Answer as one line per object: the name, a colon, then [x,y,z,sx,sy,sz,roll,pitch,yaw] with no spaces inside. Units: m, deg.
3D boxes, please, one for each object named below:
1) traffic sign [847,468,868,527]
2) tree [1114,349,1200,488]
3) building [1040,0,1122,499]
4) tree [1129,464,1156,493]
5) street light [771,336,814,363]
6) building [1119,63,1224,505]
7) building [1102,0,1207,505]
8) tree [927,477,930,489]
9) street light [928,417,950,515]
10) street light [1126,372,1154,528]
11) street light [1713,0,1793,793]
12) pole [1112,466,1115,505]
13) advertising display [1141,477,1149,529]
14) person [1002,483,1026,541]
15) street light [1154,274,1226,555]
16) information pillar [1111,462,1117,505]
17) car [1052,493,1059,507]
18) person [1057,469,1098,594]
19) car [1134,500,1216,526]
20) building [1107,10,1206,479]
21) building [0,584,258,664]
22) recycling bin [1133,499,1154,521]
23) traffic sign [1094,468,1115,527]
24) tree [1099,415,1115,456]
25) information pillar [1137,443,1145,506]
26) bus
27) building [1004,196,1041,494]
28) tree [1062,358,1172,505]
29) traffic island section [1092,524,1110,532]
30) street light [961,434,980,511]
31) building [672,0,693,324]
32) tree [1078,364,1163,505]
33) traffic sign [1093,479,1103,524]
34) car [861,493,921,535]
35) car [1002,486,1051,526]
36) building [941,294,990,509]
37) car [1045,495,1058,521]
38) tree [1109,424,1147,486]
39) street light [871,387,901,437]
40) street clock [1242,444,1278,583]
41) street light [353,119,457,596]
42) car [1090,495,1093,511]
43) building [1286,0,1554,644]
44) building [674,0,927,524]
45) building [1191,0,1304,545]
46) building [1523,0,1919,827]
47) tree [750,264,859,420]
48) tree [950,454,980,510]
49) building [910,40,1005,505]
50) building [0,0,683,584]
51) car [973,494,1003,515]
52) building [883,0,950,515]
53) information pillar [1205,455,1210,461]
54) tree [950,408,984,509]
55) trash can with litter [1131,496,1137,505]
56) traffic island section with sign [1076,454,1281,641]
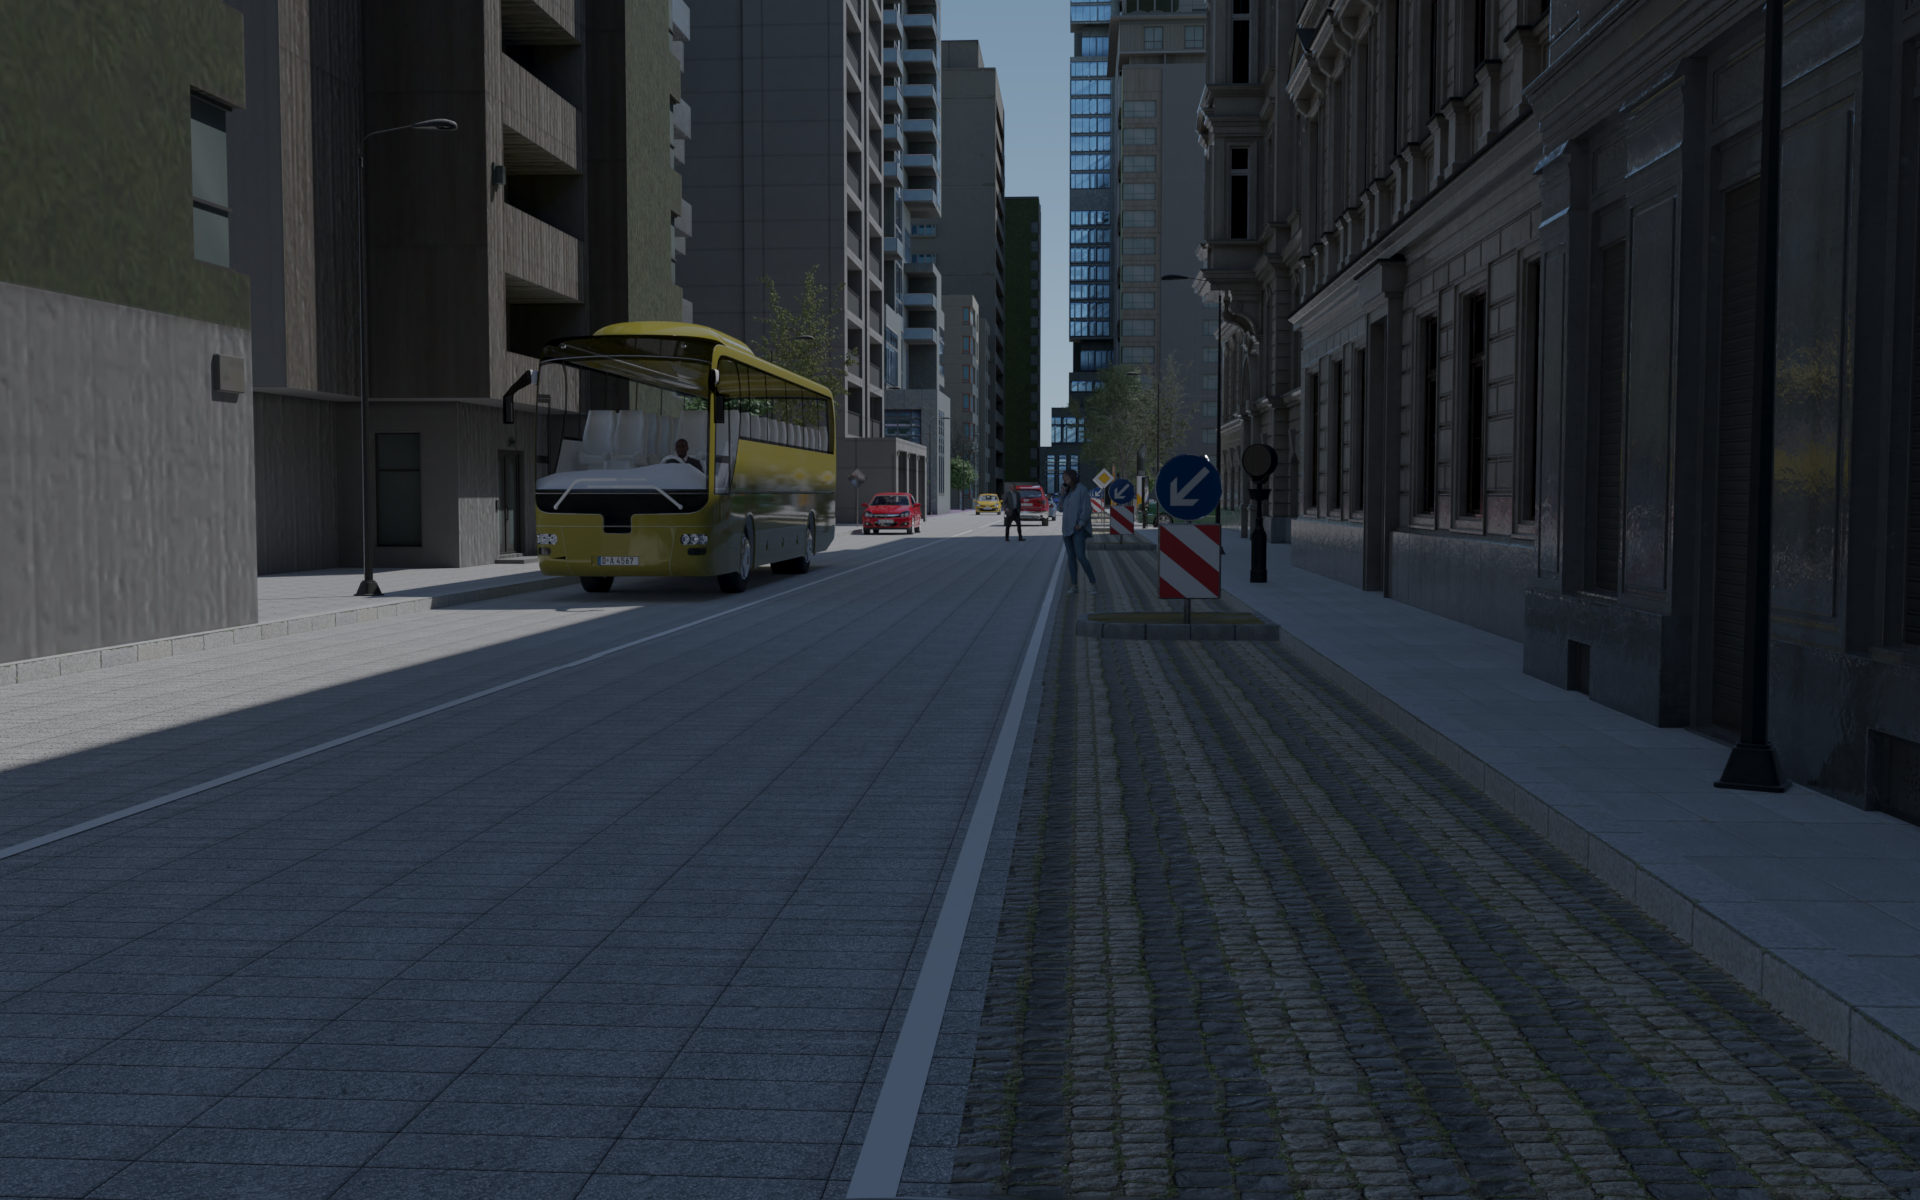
traffic sign: [-3.979,-3.890,67.242,0.795,2.450,0.064,0,4,4]
tree: [10.284,-8.476,88.950,4.360,8.622,3.978,0,3,0]
building: [26.973,-56.809,241.492,31.000,86.520,22.319,0,4,4]
tree: [11.835,-7.067,110.150,1.663,3.219,1.824,0,3,0]
street light: [-4.990,-4.794,50.926,1.470,5.913,1.316,0,4,4]
building: [22.587,-29.643,168.251,14.154,41.232,14.086,0,4,4]
building: [27.981,-47.336,212.193,20.563,71.187,20.611,0,4,4]
tree: [-2.501,-6.477,100.501,1.663,3.219,1.824,0,3,0]
street light: [-1.274,-8.080,104.649,1.470,5.913,1.316,0,4,4]
street light: [7.012,-5.719,66.046,1.470,5.913,1.316,0,4,4]
street light: [2.943,-2.136,7.471,1.470,5.913,1.316,0,4,4]
pole: [11.159,-8.072,125.821,0.158,3.312,0.155,0,3,0]
advertising display: [6.877,-3.614,64.304,0.123,1.923,0.974,1,4,16]
person: [1.641,-2.659,52.379,0.661,1.777,0.834,-2,4,-35]
street light: [4.945,-3.926,36.732,1.470,5.913,1.316,0,4,4]
information pillar: [11.399,-8.381,128.389,0.504,3.616,0.183,-2,4,-35]
car: [9.375,-9.360,162.620,1.945,1.707,3.694,0,4,3]
person: [1.692,-0.978,24.755,0.793,1.790,0.793,1,4,22]
car: [9.518,-3.557,69.948,4.920,1.459,2.131,0,4,2]
building: [30.415,-36.631,188.160,28.713,52.752,27.495,0,4,4]
building: [-14.439,-14.569,9.910,14.160,30.474,14.107,0,4,4]
recycling bin: [8.624,-4.213,81.443,0.722,1.027,0.722,-3,5,-39]
traffic sign: [5.541,-3.848,66.565,0.795,2.450,0.064,0,4,4]
tree: [13.243,-11.500,138.394,4.360,8.622,3.978,0,3,0]
information pillar: [8.367,-5.420,79.964,0.504,3.616,0.183,-3,5,-41]
bus: [-4.101,-2.256,28.431,2.896,3.916,12.252,0,4,4]
building: [4.198,-34.049,240.295,14.086,41.232,14.154,0,4,4]
tree: [11.154,-11.290,119.006,7.601,10.594,8.767,2,4,33]
traffic island section: [5.565,-2.713,66.640,2.009,0.180,2.903,0,4,4]
street light: [0.814,-9.889,134.218,1.470,5.913,1.316,0,4,4]
building: [-25.196,-26.808,57.921,30.456,49.044,23.786,0,4,4]
tree: [14.019,-14.233,150.833,7.486,12.596,7.792,0,3,0]
traffic sign: [6.093,-4.336,74.531,0.795,2.450,0.064,0,4,4]
car: [-2.438,-3.272,62.536,2.155,1.783,4.494,0,4,4]
car: [3.024,-4.299,78.954,2.281,1.827,5.304,0,4,2]
building: [-11.697,-19.611,165.674,27.650,21.520,28.899,0,4,4]
car: [4.331,-4.997,93.696,2.014,1.417,4.499,0,4,3]
tree: [15.265,-12.759,158.969,4.737,8.622,4.395,0,3,0]
street light: [-3.261,-6.267,75.015,1.470,5.913,1.316,0,4,4]
street clock: [4.325,-1.251,25.026,0.471,2.002,0.358,2,4,35]
street light: [-6.928,-3.004,21.660,1.470,5.913,1.316,0,4,4]
car: [9.924,-7.382,132.695,2.014,1.417,4.499,0,4,3]
building: [10.034,-9.581,21.275,10.561,19.102,19.286,0,4,4]
building: [-12.219,-39.477,83.708,20.563,71.187,20.611,0,4,4]
building: [13.882,-14.016,48.241,14.460,24.649,34.723,0,4,4]
building: [8.092,-9.383,2.566,9.793,20.994,18.267,0,4,4]
tree: [-5.342,-6.478,56.275,4.737,8.622,4.395,0,3,0]
tree: [-0.057,-9.651,141.506,4.285,4.588,4.351,0,3,0]
building: [-6.235,-34.646,190.166,21.300,48.544,21.600,0,4,4]
building: [-13.768,-15.942,32.353,14.160,30.474,14.107,0,4,4]
car: [1.956,-6.675,119.359,2.015,1.641,3.980,0,4,3]
building: [-11.453,-49.396,120.291,22.319,86.520,31.000,0,4,4]
information pillar: [14.860,-6.892,104.039,0.183,3.616,0.504,-2,4,-25]
tree: [0.075,-12.029,147.030,4.360,8.622,3.978,0,3,0]
trash can with litter: [10.419,-5.498,101.282,0.624,1.170,1.055,-1,4,-18]
traffic island section with sign: [2.194,-0.561,17.797,1.989,1.847,2.006,0,4,4]
